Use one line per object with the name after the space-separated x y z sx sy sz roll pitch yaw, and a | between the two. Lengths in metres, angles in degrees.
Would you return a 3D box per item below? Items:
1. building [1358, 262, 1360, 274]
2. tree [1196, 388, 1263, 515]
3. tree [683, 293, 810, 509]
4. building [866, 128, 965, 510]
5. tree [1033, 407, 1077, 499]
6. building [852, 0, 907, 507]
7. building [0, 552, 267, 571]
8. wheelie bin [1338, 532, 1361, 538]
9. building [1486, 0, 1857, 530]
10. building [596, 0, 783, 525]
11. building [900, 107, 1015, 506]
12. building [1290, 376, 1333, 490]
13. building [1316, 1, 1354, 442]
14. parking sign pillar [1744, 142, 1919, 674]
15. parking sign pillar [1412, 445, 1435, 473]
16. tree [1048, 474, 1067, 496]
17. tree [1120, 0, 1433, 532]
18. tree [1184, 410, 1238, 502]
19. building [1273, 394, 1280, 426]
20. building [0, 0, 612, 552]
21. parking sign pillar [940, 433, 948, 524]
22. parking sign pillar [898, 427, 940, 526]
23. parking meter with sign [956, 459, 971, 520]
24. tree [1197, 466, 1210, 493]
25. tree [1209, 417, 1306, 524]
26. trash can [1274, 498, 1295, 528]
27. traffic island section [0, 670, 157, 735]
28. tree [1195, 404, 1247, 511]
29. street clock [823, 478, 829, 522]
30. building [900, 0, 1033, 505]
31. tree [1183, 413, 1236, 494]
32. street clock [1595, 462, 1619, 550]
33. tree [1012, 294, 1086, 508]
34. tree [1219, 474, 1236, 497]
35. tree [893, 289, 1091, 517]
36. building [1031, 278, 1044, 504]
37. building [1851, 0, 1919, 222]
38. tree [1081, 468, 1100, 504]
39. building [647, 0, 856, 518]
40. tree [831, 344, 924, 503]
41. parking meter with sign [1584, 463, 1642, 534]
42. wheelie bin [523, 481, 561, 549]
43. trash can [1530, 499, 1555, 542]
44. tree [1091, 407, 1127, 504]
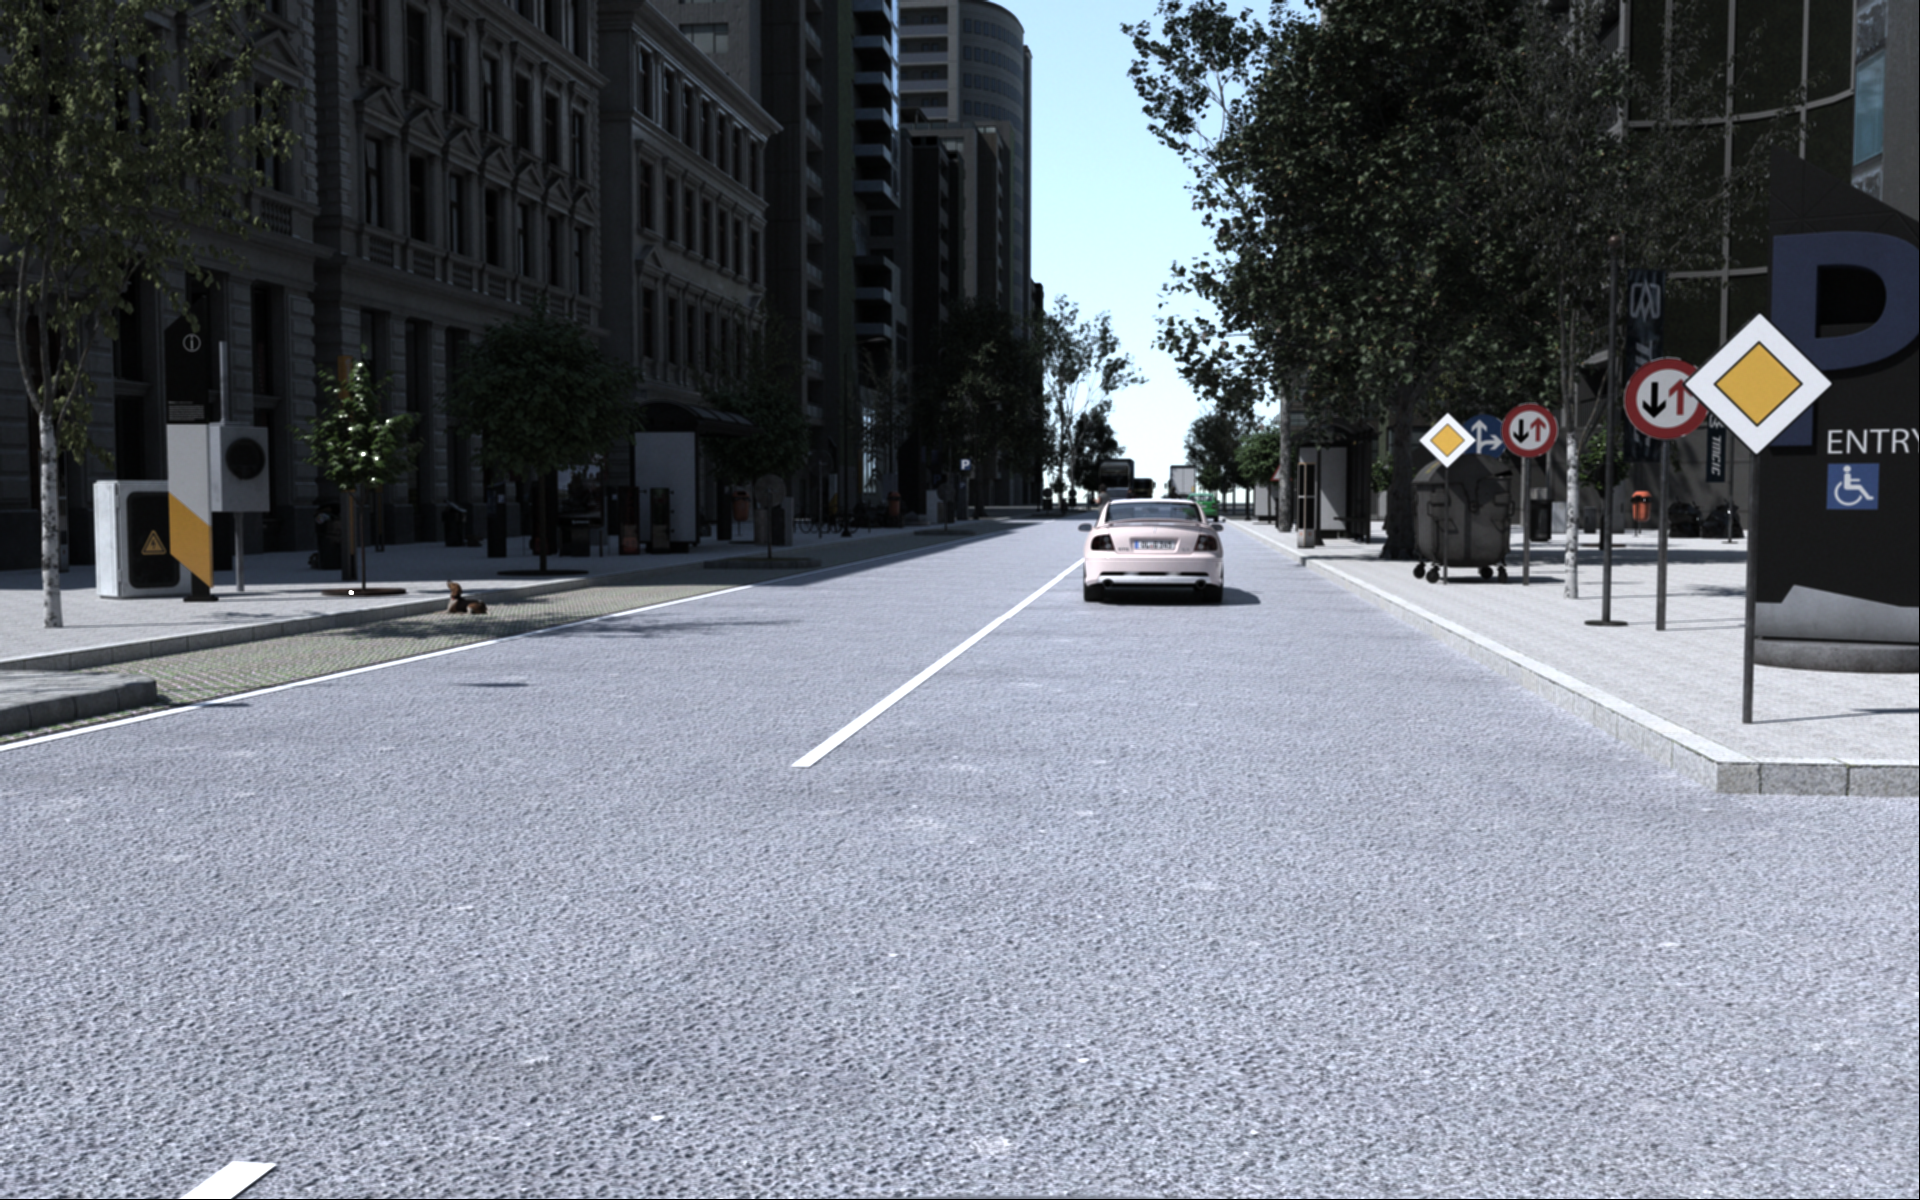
33.232 -20.998 115.010 14.160 30.474 14.107 0 4 7 | building
16.609 -9.538 106.308 4.360 8.622 3.978 0 3 0 | tree
-7.572 -6.877 62.796 4.737 8.622 4.395 0 3 0 | tree
-7.343 -22.548 140.359 14.160 30.474 14.107 0 4 7 | building
7.573 -11.767 142.760 4.737 8.622 4.395 0 3 0 | tree
-15.082 -49.189 116.917 22.319 86.520 31.000 0 4 7 | building
-20.484 -12.323 30.364 11.050 23.489 19.941 0 4 7 | building
11.442 -2.620 50.749 0.693 1.594 0.980 -2 4 -26 | wheelie bin
32.250 -38.299 64.440 20.563 71.187 20.611 0 4 7 | building
-15.174 -14.330 70.456 11.583 22.565 21.152 0 4 7 | building
-1.815 -30.672 185.077 14.154 41.232 14.086 0 4 7 | building
42.533 -30.855 188.080 14.154 41.232 14.086 0 4 7 | building
42.463 -33.335 134.262 28.713 52.752 27.495 0 4 7 | building
6.713 -1.498 12.965 1.447 3.967 1.447 2 4 32 | parking sign pillar
21.679 -5.685 81.422 1.447 3.967 1.447 3 5 40 | parking sign pillar
8.763 -9.766 154.281 1.663 3.219 1.824 0 3 0 | tree
11.919 -12.275 56.579 12.611 20.169 13.585 0 3 0 | tree
28.191 -15.770 192.251 7.601 10.594 8.767 -1 4 -20 | tree
52.388 -36.986 224.331 23.786 49.044 30.456 0 4 7 | building
-18.163 -13.532 50.133 11.050 23.489 19.941 0 4 7 | building
-1.001 -5.347 75.887 1.447 3.967 1.447 0 4 -1 | parking sign pillar
-1.942 -4.997 70.173 1.447 3.967 1.447 -3 5 -42 | parking sign pillar
0.155 -5.453 85.417 0.543 3.016 1.738 1 4 9 | parking meter with sign
18.415 -7.768 110.722 4.285 4.588 4.351 0 3 0 | tree
13.355 -5.530 74.128 4.285 4.588 4.351 0 3 0 | tree
11.689 -3.107 62.458 0.748 1.137 0.748 0 3 0 | trash can
-6.583 0.687 11.055 2.009 0.180 2.903 0 4 7 | traffic island section
20.396 -11.168 132.964 4.737 8.622 4.395 0 3 0 | tree
-5.988 -4.472 77.689 0.358 2.002 0.471 -1 4 -19 | street clock
-3.097 -40.669 206.929 21.231 58.520 28.212 0 4 7 | building
31.378 -17.750 215.974 9.928 11.665 9.643 0 3 0 | tree
14.775 -2.144 39.625 0.471 2.002 0.358 0 4 -6 | street clock
10.327 -18.697 161.590 12.611 20.169 13.585 0 3 0 | tree
22.365 -9.295 146.575 1.663 3.219 1.824 0 3 0 | tree
0.983 -11.009 97.007 9.611 12.733 9.660 0 3 0 | tree
3.551 -27.944 228.588 14.160 30.474 14.107 0 4 7 | building
30.427 -24.767 24.545 30.456 49.044 23.786 0 4 7 | building
18.932 -15.449 236.307 4.285 4.588 4.351 0 3 0 | tree
-13.917 -25.167 95.076 14.154 41.232 14.086 0 4 7 | building
-3.986 -8.211 84.606 4.360 8.622 3.978 0 3 0 | tree
21.073 -3.645 55.855 1.738 3.016 0.543 1 4 15 | parking meter with sign
-9.686 -1.986 40.383 0.980 1.594 0.693 0 4 3 | wheelie bin
15.579 -2.134 46.544 0.748 1.137 0.748 0 3 0 | trash can
17.473 -19.031 228.160 9.611 12.733 9.660 0 3 0 | tree
